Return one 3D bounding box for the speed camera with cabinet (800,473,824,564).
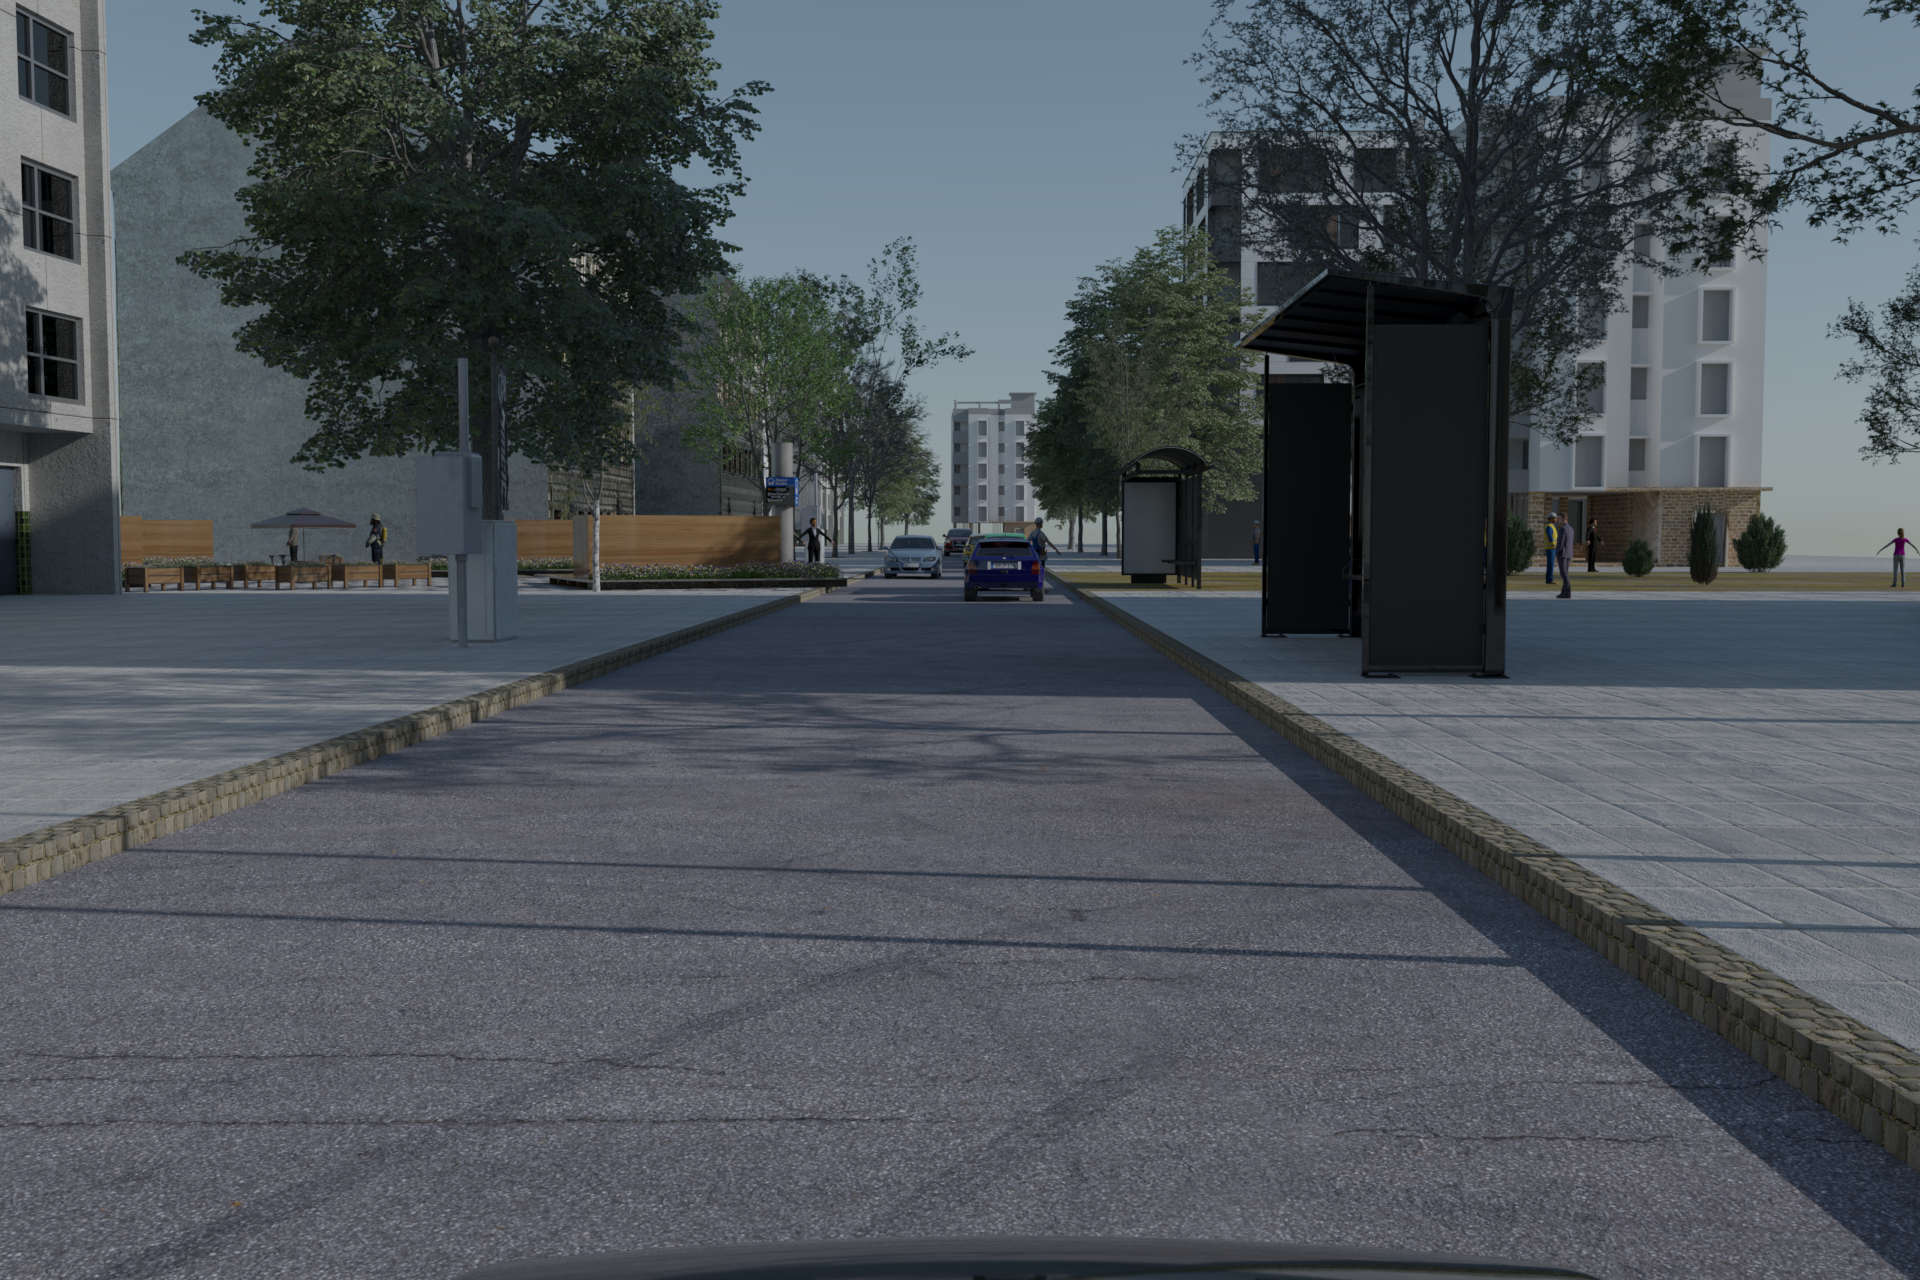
[{"bbox_3d":[-4.844,-3.825,56.868,0.660,3.252,2.038,0,4,1],"label":"speed camera with cabinet"}]

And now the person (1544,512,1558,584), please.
[{"bbox_3d":[15.132,-2.341,44.242,0.705,1.833,1.349,1,4,21],"label":"person"}]

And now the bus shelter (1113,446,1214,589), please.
[{"bbox_3d":[4.914,-2.976,42.588,2.014,3.302,5.546,0,4,2],"label":"bus shelter"}]

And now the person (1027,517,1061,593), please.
[{"bbox_3d":[1.948,-2.086,42.417,0.705,1.847,1.347,-3,4,-38],"label":"person"}]

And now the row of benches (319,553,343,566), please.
[{"bbox_3d":[-20.533,-2.510,56.496,1.422,0.672,4.104,-1,4,-21],"label":"row of benches"}]

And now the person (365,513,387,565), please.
[{"bbox_3d":[-16.342,-2.607,48.402,0.705,1.856,1.354,0,4,-6],"label":"person"}]

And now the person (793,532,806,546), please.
[{"bbox_3d":[-5.380,-2.859,53.022,1.348,1.796,0.705,-2,4,-23],"label":"person"}]

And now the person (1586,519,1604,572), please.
[{"bbox_3d":[21.431,-3.207,58.622,0.705,1.806,1.347,3,5,41],"label":"person"}]

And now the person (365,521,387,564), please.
[{"bbox_3d":[-22.244,-3.671,66.162,1.346,1.812,0.704,3,4,38],"label":"person"}]

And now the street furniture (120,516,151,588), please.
[{"bbox_3d":[-24.350,-2.145,41.931,9.812,1.723,11.010,-2,4,-31],"label":"street furniture"}]

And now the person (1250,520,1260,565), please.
[{"bbox_3d":[12.243,-4.027,71.691,0.705,1.847,1.347,0,4,0],"label":"person"}]

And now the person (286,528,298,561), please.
[{"bbox_3d":[-20.676,-2.906,53.648,0.705,1.813,1.348,-1,4,-15],"label":"person"}]

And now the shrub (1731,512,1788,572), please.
[{"bbox_3d":[26.849,-3.309,58.145,1.661,2.075,1.752,0,3,0],"label":"shrub"}]

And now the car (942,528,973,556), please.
[{"bbox_3d":[0.014,-6.360,112.657,2.281,1.827,5.304,0,4,1],"label":"car"}]

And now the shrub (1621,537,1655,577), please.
[{"bbox_3d":[20.197,-2.475,51.583,1.383,1.207,1.383,0,3,0],"label":"shrub"}]

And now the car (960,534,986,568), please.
[{"bbox_3d":[0.997,-3.876,73.594,2.015,1.641,3.980,0,4,0],"label":"car"}]

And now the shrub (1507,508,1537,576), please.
[{"bbox_3d":[16.889,-3.018,53.386,1.661,2.075,1.752,0,3,0],"label":"shrub"}]

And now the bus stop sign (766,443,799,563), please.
[{"bbox_3d":[-5.141,-3.737,50.118,0.837,3.901,0.837,0,4,2],"label":"bus stop sign"}]

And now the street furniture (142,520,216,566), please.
[{"bbox_3d":[-27.800,-2.896,54.203,9.812,1.723,11.010,-2,4,-26],"label":"street furniture"}]

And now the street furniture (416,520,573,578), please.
[{"bbox_3d":[-14.699,-2.879,53.923,9.812,1.723,11.010,-1,4,-19],"label":"street furniture"}]

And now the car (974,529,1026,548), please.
[{"bbox_3d":[1.434,-2.891,56.061,1.959,1.807,4.718,0,4,0],"label":"car"}]

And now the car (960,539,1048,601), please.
[{"bbox_3d":[0.971,-1.568,38.210,1.945,1.354,3.894,0,4,1],"label":"car"}]

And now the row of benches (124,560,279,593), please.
[{"bbox_3d":[-17.326,-1.496,39.920,1.422,0.672,4.104,1,4,23],"label":"row of benches"}]

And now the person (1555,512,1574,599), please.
[{"bbox_3d":[12.048,-1.687,34.548,0.541,1.710,0.530,-3,4,-38],"label":"person"}]

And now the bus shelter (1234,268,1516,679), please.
[{"bbox_3d":[4.180,-1.661,18.435,1.731,3.624,6.357,0,4,1],"label":"bus shelter"}]

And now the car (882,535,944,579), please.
[{"bbox_3d":[-1.522,-2.753,57.009,2.014,1.417,4.499,0,4,1],"label":"car"}]

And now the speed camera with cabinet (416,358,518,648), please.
[{"bbox_3d":[-5.758,-1.586,20.272,0.660,3.252,2.038,0,4,2],"label":"speed camera with cabinet"}]

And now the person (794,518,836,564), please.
[{"bbox_3d":[-4.072,-2.560,48.573,1.216,1.740,0.721,-2,4,-24],"label":"person"}]

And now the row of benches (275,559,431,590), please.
[{"bbox_3d":[-14.414,-1.568,41.096,1.422,0.672,4.104,2,4,34],"label":"row of benches"}]

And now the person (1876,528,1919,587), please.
[{"bbox_3d":[22.640,-1.989,41.783,0.991,1.433,0.599,0,4,7],"label":"person"}]

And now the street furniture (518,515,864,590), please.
[{"bbox_3d":[-5.996,-2.199,42.811,11.010,1.723,9.812,-2,4,-23],"label":"street furniture"}]

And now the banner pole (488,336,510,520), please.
[{"bbox_3d":[-5.910,-1.973,22.282,0.401,3.779,0.863,0,4,0],"label":"banner pole"}]
